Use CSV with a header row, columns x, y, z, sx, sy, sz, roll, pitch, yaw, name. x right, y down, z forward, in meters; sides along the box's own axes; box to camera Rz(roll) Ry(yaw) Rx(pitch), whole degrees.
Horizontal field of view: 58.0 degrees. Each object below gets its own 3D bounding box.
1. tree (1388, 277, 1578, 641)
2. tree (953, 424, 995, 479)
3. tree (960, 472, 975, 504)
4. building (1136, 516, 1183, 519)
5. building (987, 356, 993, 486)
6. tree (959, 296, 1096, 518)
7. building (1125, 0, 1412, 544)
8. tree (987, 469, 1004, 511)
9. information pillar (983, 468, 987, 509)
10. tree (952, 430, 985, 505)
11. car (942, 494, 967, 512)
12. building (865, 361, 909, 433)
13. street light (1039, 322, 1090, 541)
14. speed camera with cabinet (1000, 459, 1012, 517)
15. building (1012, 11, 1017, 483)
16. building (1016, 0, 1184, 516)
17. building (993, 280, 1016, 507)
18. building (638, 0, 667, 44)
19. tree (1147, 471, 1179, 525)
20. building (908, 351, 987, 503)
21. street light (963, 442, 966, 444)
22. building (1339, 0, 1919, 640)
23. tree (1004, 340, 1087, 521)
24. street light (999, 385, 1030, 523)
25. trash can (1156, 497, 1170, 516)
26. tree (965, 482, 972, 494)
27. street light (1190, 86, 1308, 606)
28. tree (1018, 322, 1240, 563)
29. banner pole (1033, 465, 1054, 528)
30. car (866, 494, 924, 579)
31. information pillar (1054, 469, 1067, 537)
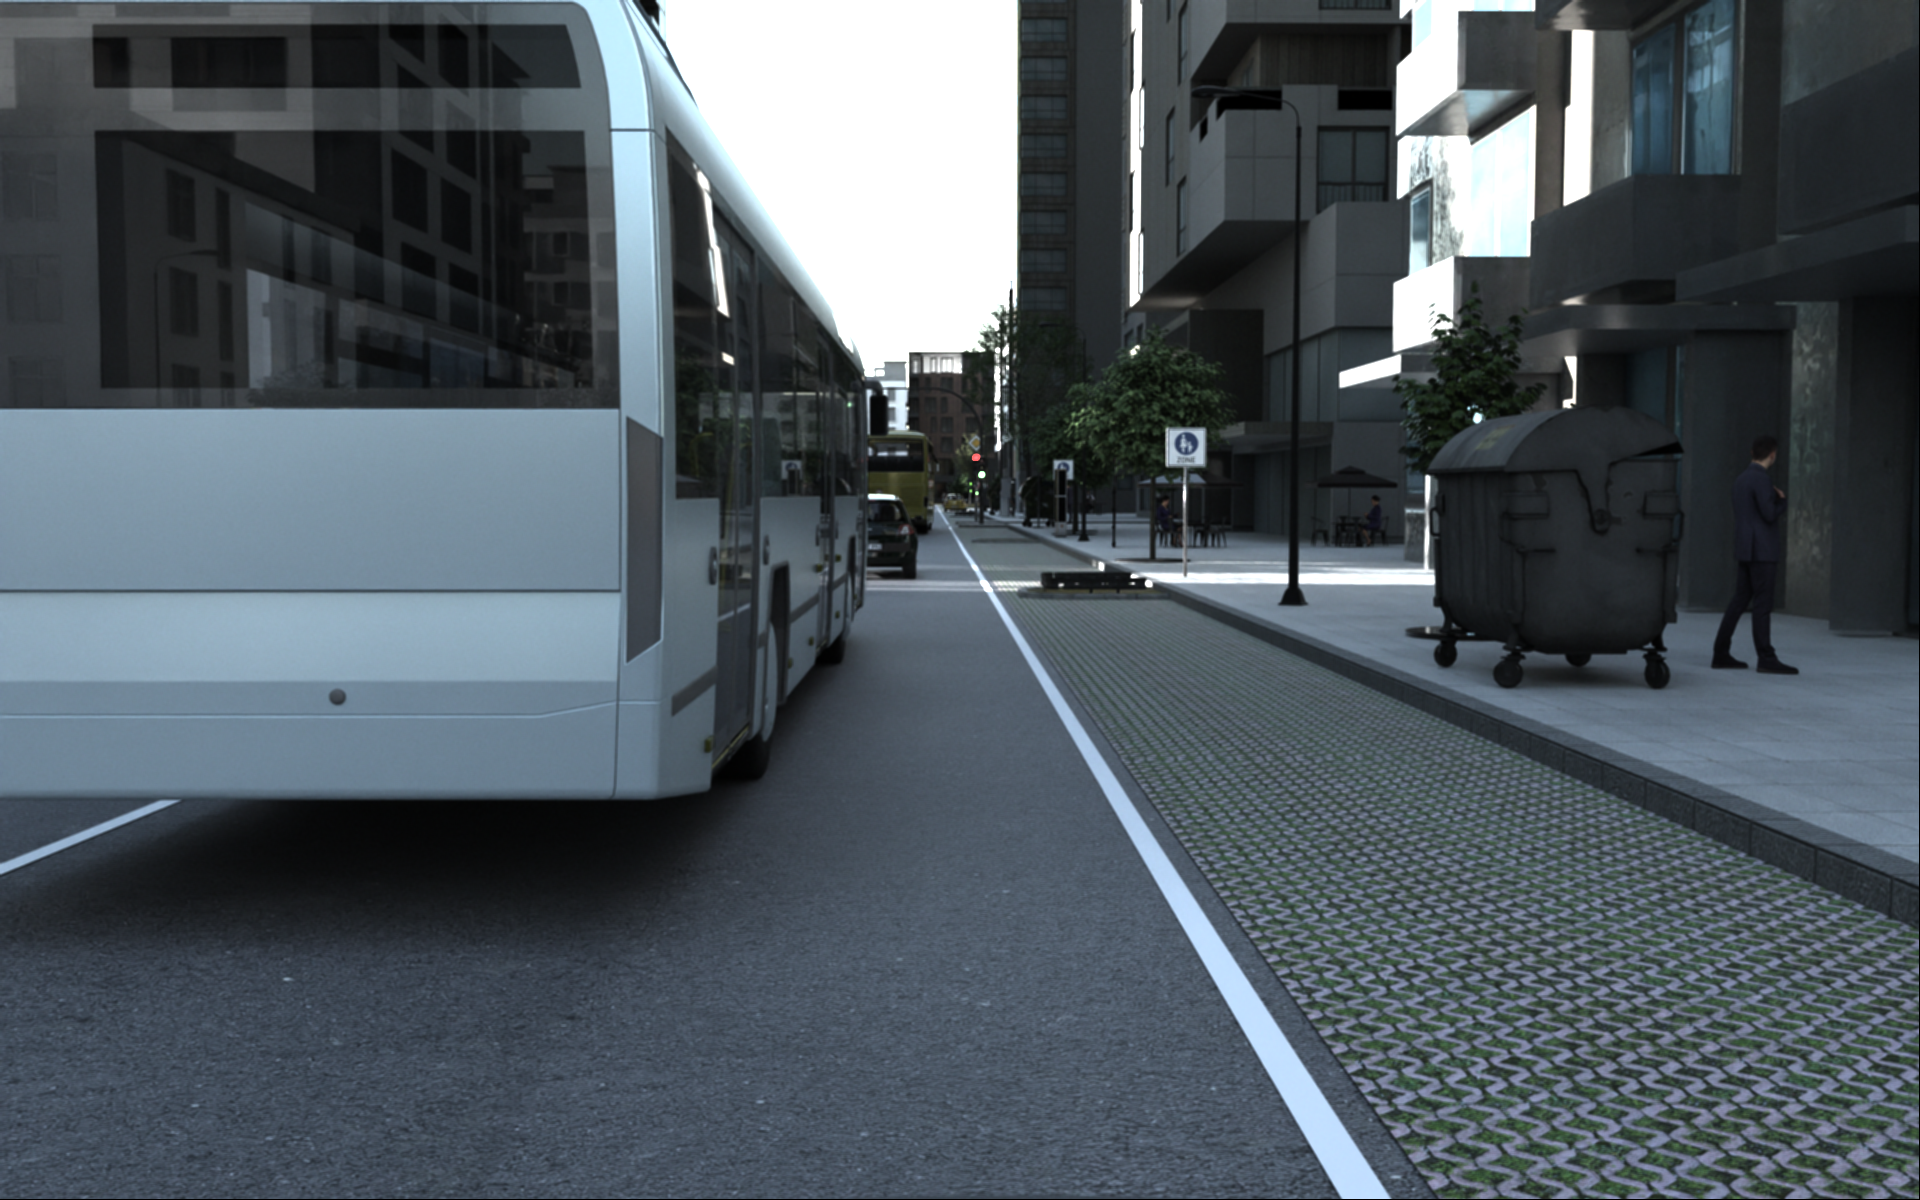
x,y,z,sx,sy,sz,roll,pitch,yaw,name
4.687,-1.280,15.525,1.663,3.219,1.824,0,3,0,tree
1.464,-13.726,174.776,4.360,8.622,3.978,0,3,0,tree
1.329,-14.983,228.678,4.285,4.588,4.351,0,3,0,tree
16.112,-24.884,90.448,14.086,41.232,14.154,0,4,-1,building
18.159,-22.660,214.472,27.936,21.610,32.646,0,4,-1,building
3.559,-10.165,91.955,9.928,11.665,9.643,0,3,0,tree
20.318,-28.578,56.485,28.713,52.752,27.495,0,4,-1,building
3.004,-8.596,135.140,1.663,3.219,1.824,0,3,0,tree
1.899,-8.694,133.502,0.183,3.616,0.504,3,5,43,information pillar
1.124,-15.256,199.797,4.737,8.622,4.395,0,3,0,tree
-0.425,-7.891,139.235,2.015,1.641,3.980,0,4,-1,car
-13.222,-24.168,251.573,11.380,20.091,16.016,0,4,-1,building
2.830,-4.553,46.987,1.470,5.913,1.316,0,4,-1,street light
2.559,-6.331,97.840,0.660,3.252,2.038,0,4,0,speed camera with cabinet
11.870,-30.559,149.750,14.600,45.320,14.200,0,4,-1,building
10.898,-26.824,122.168,14.154,41.232,14.086,0,4,-1,building
18.279,-20.667,181.883,27.936,21.610,32.646,0,4,-1,building
-32.962,-49.933,129.079,22.319,86.520,31.000,0,4,-1,building
8.582,-4.773,72.638,1.663,3.219,1.824,0,3,0,tree
8.668,-25.361,258.632,32.646,21.610,27.936,0,4,-1,building
0.960,-11.204,155.732,1.470,5.913,1.316,0,4,-1,street light
18.293,-24.442,19.236,23.786,49.044,30.456,0,4,-1,building
4.043,-8.088,82.602,4.360,8.622,3.978,0,3,0,tree
2.358,-6.210,74.070,1.470,5.913,1.316,0,4,-1,street light
9.614,-4.319,82.265,0.748,1.137,0.748,0,3,0,trash can
1.310,-13.962,222.875,1.663,3.219,1.824,0,3,0,tree
3.324,-2.897,19.904,1.470,5.913,1.316,0,4,-1,street light
3.756,-3.008,32.893,4.285,4.588,4.351,0,3,0,tree
3.165,-4.585,64.983,0.863,3.779,0.401,-1,4,-20,banner pole
-1.636,-1.279,30.694,2.009,1.686,4.222,0,4,-2,car
2.982,-2.863,51.303,0.304,2.012,0.304,-1,4,-13,information pillar
